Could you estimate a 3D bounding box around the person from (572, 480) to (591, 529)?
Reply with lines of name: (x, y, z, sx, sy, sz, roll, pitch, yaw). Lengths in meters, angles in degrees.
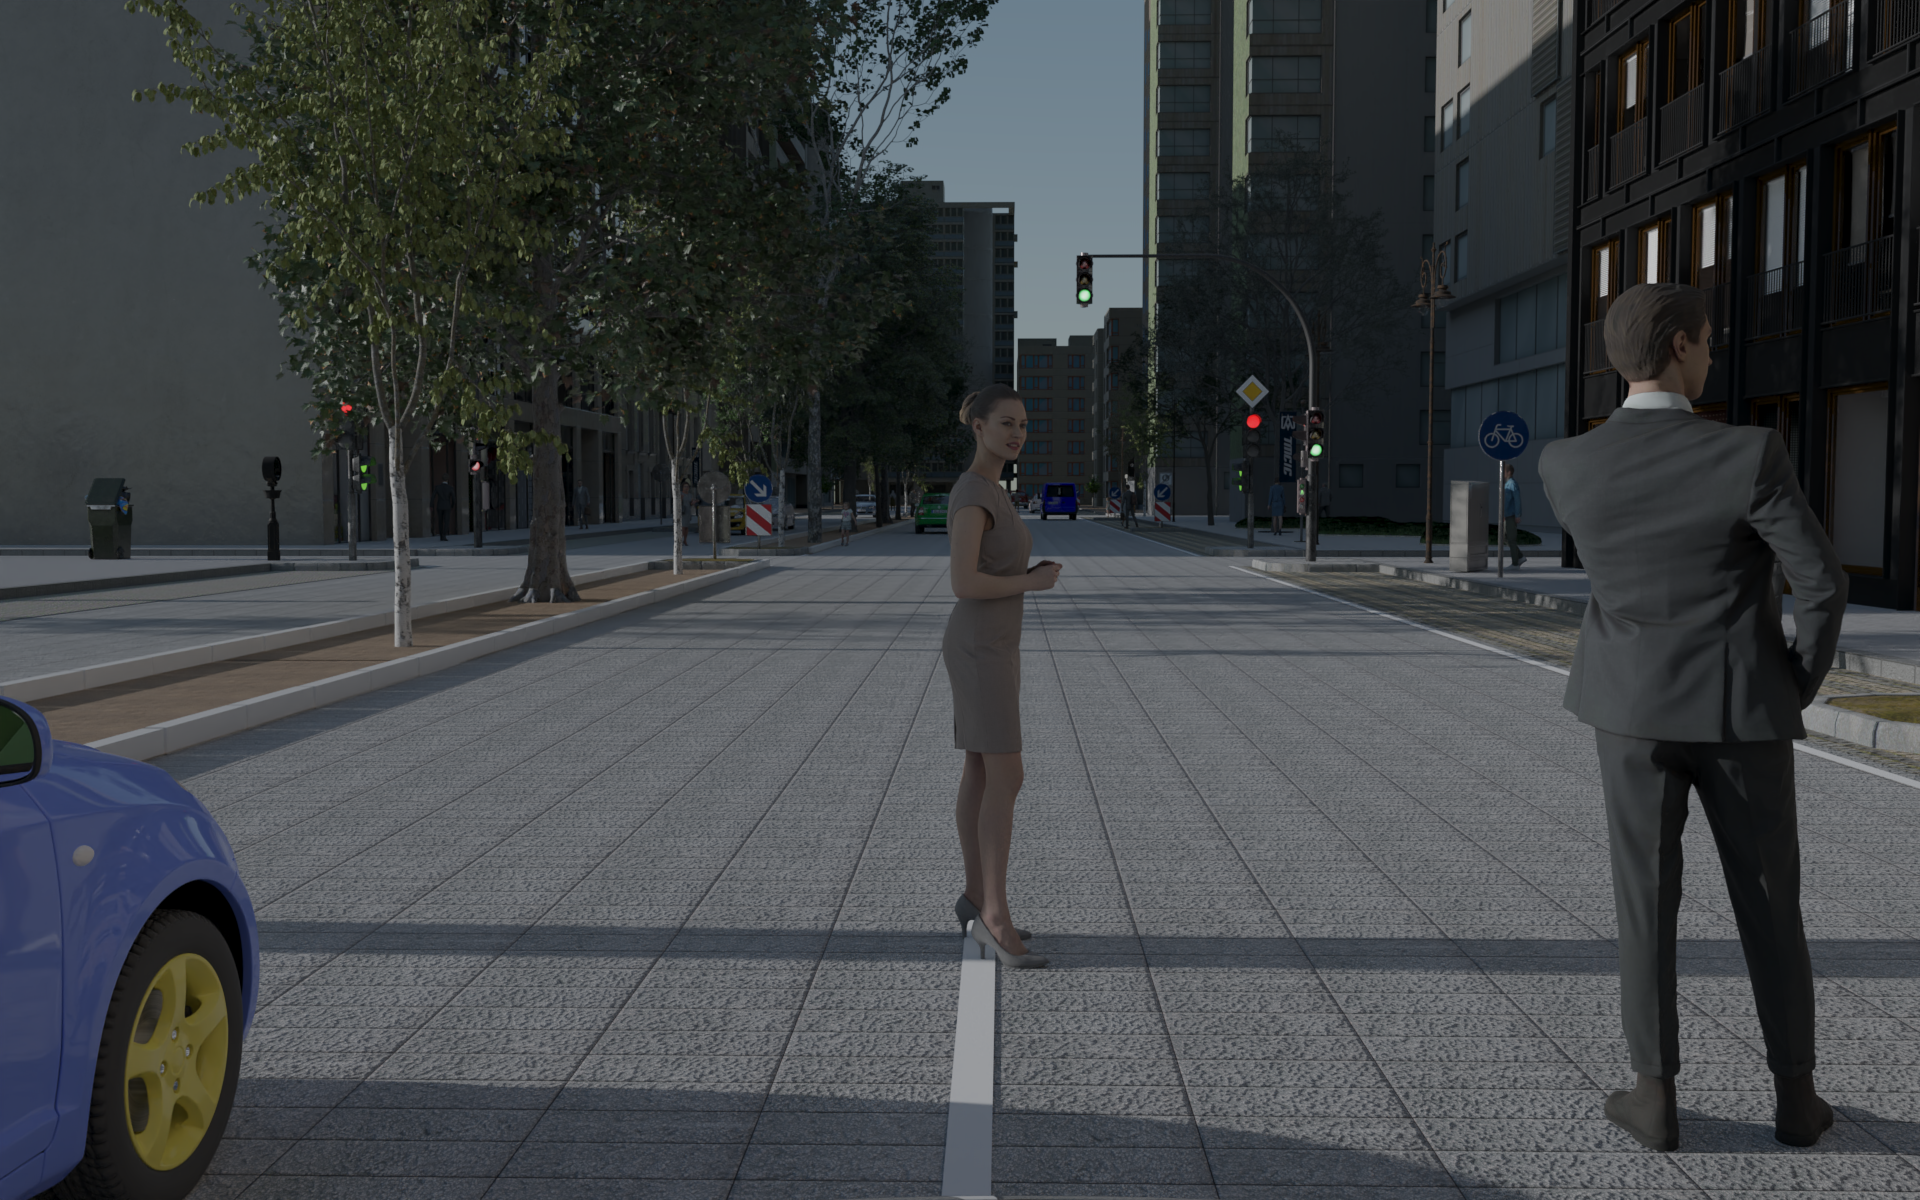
person: (-13.790, -3.483, 63.106, 0.709, 1.813, 0.853, 0, 4, -3)

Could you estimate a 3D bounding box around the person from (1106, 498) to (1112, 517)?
person: (9.230, -5.746, 107.459, 0.382, 1.210, 0.505, 2, 4, 24)

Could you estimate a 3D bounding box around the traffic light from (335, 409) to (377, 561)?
traffic light: (-11.704, -2.715, 33.318, 0.839, 4.253, 0.868, 0, 4, 1)

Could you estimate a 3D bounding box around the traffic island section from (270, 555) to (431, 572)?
traffic island section: (-11.743, -0.683, 33.454, 2.009, 0.180, 2.903, 0, 4, 1)

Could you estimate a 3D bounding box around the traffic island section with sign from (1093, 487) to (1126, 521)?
traffic island section with sign: (8.231, -5.199, 93.628, 1.989, 1.847, 2.006, 0, 4, 1)

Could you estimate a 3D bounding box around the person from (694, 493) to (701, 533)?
person: (-9.614, -3.347, 63.504, 0.573, 1.790, 0.520, -3, 5, -39)

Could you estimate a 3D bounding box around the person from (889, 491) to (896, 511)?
person: (-5.787, -8.528, 148.668, 1.217, 1.736, 0.721, -1, 4, -15)

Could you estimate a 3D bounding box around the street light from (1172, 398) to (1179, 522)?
street light: (9.868, -6.545, 79.806, 0.468, 5.910, 1.993, 0, 4, 1)

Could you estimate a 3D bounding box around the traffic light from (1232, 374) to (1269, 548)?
traffic light: (6.853, -3.176, 40.855, 0.839, 4.253, 0.868, 0, 4, 1)

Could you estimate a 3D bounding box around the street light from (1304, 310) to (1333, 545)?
street light: (9.009, -4.333, 43.627, 0.468, 5.910, 1.993, 0, 4, 1)

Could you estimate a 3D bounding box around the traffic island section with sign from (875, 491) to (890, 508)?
traffic island section with sign: (-7.961, -9.907, 170.615, 1.989, 1.847, 2.006, 0, 4, 1)

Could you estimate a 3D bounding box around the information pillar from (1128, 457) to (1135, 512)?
information pillar: (10.666, -7.120, 107.769, 0.504, 3.616, 0.183, 3, 4, 36)

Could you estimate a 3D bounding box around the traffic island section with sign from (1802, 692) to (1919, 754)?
traffic island section with sign: (6.122, -0.089, 10.082, 1.989, 1.847, 2.006, 0, 4, 1)

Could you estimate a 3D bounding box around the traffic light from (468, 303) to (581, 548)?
traffic light: (-9.409, -4.074, 41.283, 4.771, 5.953, 1.251, 0, 4, 1)

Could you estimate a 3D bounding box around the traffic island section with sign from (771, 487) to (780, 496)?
traffic island section with sign: (-9.903, -5.165, 93.075, 1.989, 1.847, 2.006, 0, 4, 1)

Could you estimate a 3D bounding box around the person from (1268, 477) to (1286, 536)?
person: (9.799, -2.903, 53.533, 0.581, 1.822, 0.654, 1, 4, 12)

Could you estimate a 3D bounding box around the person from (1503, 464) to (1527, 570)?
person: (9.312, -1.391, 29.125, 0.444, 1.785, 0.601, 2, 4, 24)

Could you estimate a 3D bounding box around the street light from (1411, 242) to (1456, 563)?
street light: (8.699, -3.620, 31.971, 0.468, 5.910, 1.993, 0, 4, 1)

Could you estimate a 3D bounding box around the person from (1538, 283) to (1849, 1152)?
person: (1.643, 0.242, 3.907, 0.648, 1.900, 0.474, 2, 4, 24)

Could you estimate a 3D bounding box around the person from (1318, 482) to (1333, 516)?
person: (15.041, -3.989, 71.658, 0.661, 1.777, 0.834, -1, 4, -18)

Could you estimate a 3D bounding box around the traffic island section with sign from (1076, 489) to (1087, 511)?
traffic island section with sign: (9.473, -8.234, 143.252, 1.989, 1.847, 2.006, 0, 4, 1)

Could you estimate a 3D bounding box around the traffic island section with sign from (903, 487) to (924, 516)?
traffic island section with sign: (-2.776, -6.599, 116.034, 2.006, 1.907, 1.989, 0, 4, 1)

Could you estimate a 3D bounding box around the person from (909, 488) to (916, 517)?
person: (-2.900, -6.000, 106.782, 0.473, 1.802, 0.592, 1, 4, 11)

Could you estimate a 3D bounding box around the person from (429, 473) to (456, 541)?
person: (-14.085, -2.534, 47.255, 0.659, 1.850, 0.755, 0, 4, -7)

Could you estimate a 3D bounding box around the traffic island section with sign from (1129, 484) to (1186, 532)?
traffic island section with sign: (7.529, -3.507, 65.959, 1.989, 1.847, 2.006, 0, 4, 1)

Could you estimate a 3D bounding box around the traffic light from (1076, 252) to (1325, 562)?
traffic light: (4.559, -3.555, 32.784, 4.771, 5.953, 1.251, 0, 4, 1)

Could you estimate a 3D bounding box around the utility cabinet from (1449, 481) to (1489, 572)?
utility cabinet: (8.454, -1.224, 28.685, 0.318, 1.500, 1.173, 2, 4, 33)

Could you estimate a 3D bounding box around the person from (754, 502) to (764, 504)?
person: (-6.821, -3.075, 58.950, 0.466, 1.800, 0.511, -3, 5, -44)

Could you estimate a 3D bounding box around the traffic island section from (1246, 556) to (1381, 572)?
traffic island section: (6.692, -0.655, 32.986, 2.009, 0.180, 2.903, 0, 4, 1)

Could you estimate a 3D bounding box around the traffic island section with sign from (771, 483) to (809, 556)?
traffic island section with sign: (-4.660, -2.005, 40.919, 2.006, 1.907, 1.989, 0, 4, 1)

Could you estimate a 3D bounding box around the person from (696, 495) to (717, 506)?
person: (-7.434, -2.563, 50.584, 0.661, 1.801, 0.590, 1, 4, 19)

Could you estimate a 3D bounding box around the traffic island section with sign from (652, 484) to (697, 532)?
traffic island section with sign: (-10.592, -3.517, 66.129, 1.989, 1.847, 2.006, 0, 4, 1)

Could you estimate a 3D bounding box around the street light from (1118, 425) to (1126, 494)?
street light: (10.829, -8.733, 115.575, 0.468, 5.910, 1.993, 0, 4, 1)

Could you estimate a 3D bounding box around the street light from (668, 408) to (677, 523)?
street light: (-12.688, -6.358, 76.748, 0.468, 5.910, 1.993, 0, 4, 1)

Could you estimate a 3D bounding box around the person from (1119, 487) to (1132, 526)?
person: (7.332, -4.162, 76.908, 0.624, 1.780, 0.694, -1, 4, -23)

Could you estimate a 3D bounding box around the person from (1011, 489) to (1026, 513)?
person: (4.405, -7.658, 133.715, 1.348, 1.824, 0.705, 1, 4, 22)

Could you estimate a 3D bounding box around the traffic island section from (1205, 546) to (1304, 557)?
traffic island section: (6.893, -1.143, 40.968, 2.009, 0.180, 2.903, 0, 4, 1)

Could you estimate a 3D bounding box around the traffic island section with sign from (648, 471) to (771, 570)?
traffic island section with sign: (-4.856, -1.552, 33.515, 2.006, 1.907, 1.989, 0, 4, 1)

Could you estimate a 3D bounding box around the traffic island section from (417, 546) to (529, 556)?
traffic island section: (-11.542, -1.172, 41.436, 2.009, 0.180, 2.903, 0, 4, 1)

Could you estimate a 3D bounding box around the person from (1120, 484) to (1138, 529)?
person: (6.917, -3.804, 70.655, 0.622, 1.834, 0.822, -1, 4, -23)

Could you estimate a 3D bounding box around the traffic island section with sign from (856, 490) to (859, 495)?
traffic island section with sign: (-8.651, -8.245, 143.428, 1.989, 1.847, 2.006, 0, 4, 1)

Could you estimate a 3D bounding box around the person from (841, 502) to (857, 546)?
person: (-3.061, -2.082, 47.554, 0.505, 1.210, 0.382, 1, 4, 15)

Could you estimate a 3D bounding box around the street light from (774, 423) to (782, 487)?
street light: (-11.819, -8.530, 112.259, 0.468, 5.910, 1.993, 0, 4, 1)

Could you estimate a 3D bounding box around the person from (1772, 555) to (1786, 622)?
person: (6.609, -0.365, 14.239, 0.659, 1.850, 0.755, 3, 4, 38)

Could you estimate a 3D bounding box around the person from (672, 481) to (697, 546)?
person: (-7.618, -2.381, 47.788, 0.716, 1.782, 0.532, -3, 5, -40)

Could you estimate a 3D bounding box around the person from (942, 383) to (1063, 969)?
person: (0.132, 0.206, 5.478, 0.374, 1.781, 0.599, 0, 4, 7)

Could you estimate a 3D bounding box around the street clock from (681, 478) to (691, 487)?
street clock: (-12.351, -4.500, 78.150, 0.358, 2.002, 0.471, 2, 4, 29)

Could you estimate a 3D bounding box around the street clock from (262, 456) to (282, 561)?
street clock: (-13.236, -1.761, 33.356, 0.358, 2.002, 0.471, 0, 4, -3)

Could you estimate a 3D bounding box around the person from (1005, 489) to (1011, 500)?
person: (2.782, -5.966, 106.533, 0.782, 1.767, 0.515, -1, 4, -16)
